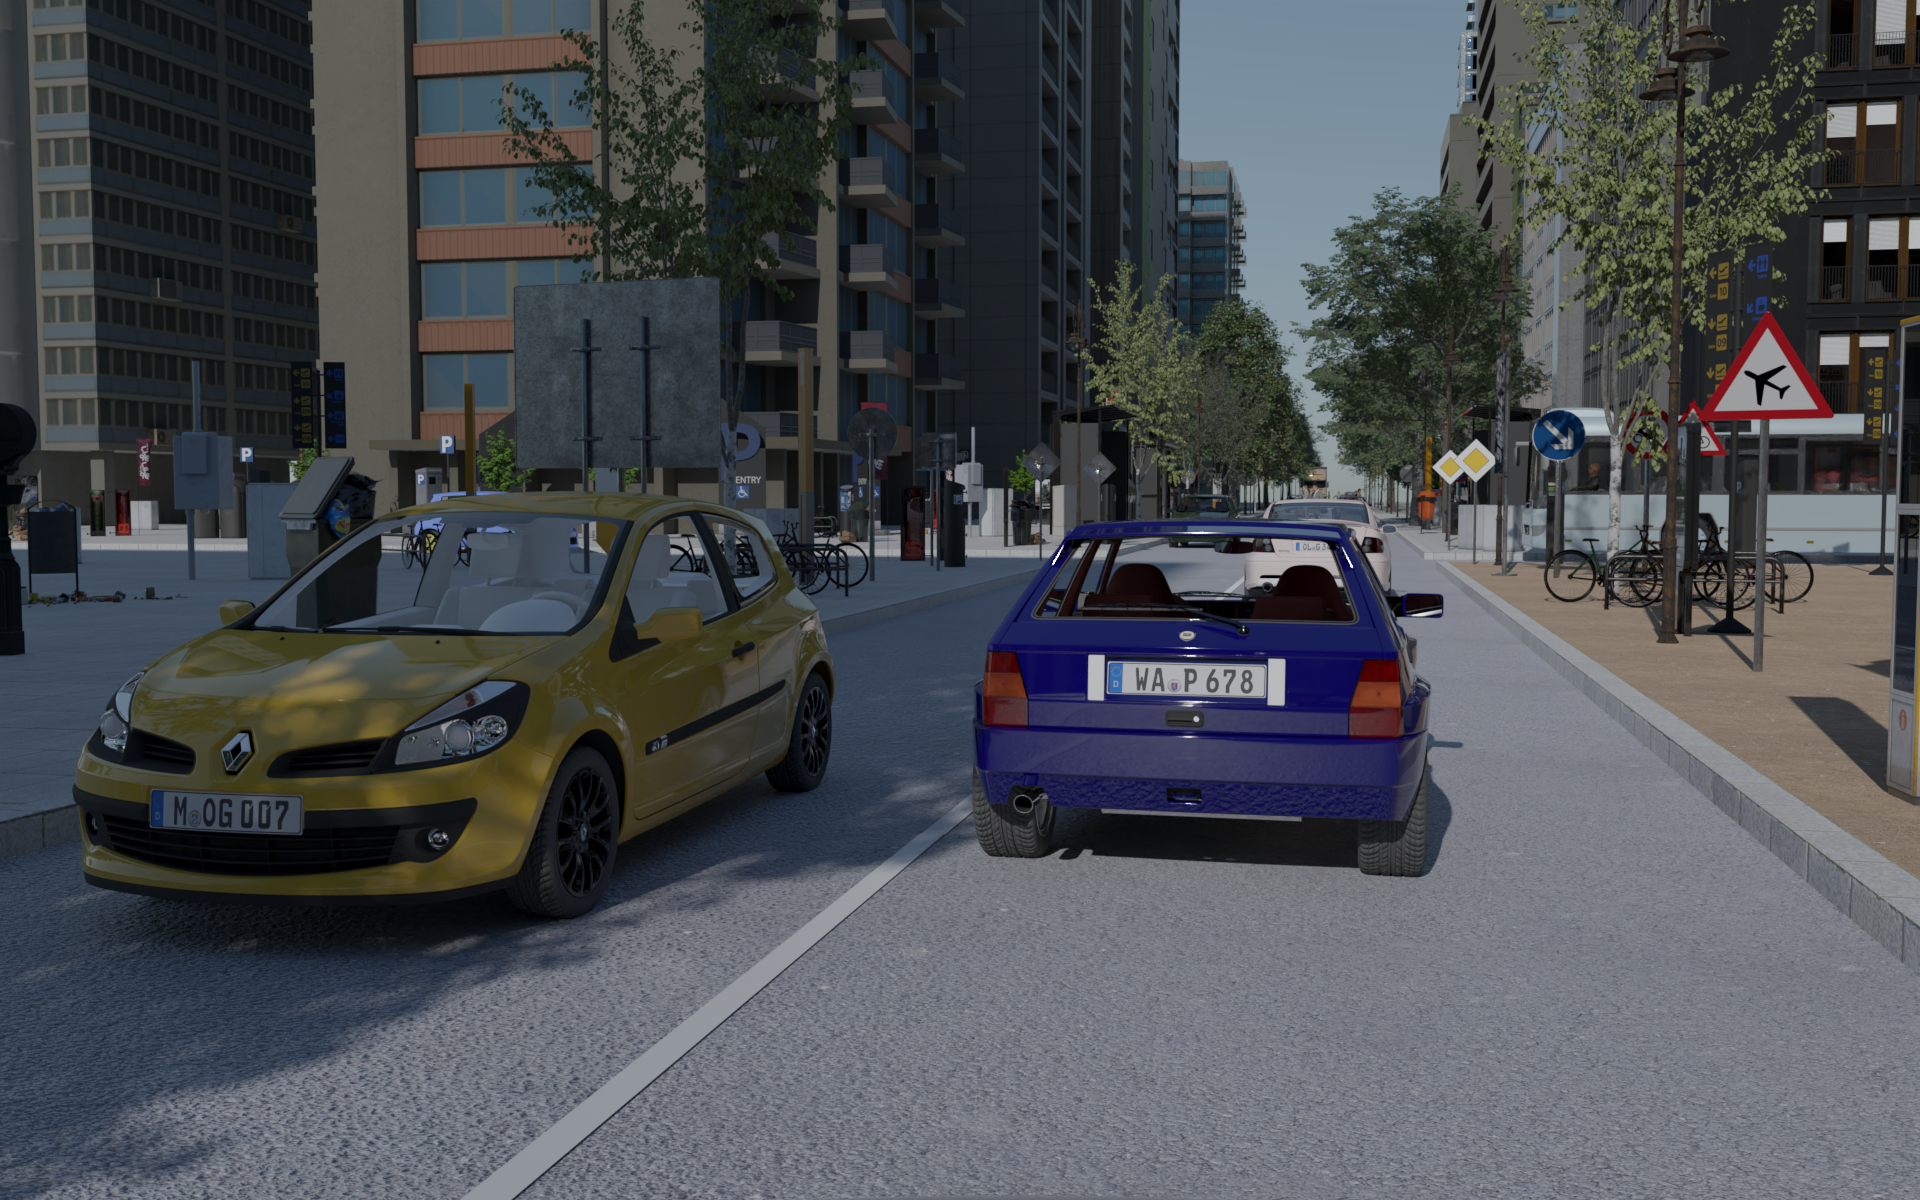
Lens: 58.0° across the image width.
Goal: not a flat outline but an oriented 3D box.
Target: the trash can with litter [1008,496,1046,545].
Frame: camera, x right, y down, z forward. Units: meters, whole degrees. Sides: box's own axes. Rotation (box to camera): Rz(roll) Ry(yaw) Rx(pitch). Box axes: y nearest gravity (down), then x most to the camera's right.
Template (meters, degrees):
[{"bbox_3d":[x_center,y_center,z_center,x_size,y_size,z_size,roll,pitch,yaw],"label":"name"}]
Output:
[{"bbox_3d":[1.667,-1.971,43.616,0.624,1.170,1.055,3,5,39],"label":"trash can with litter"}]

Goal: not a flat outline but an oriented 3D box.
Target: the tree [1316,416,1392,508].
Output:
[{"bbox_3d":[39.857,-15.325,160.937,12.009,13.543,11.850,0,3,0],"label":"tree"}]

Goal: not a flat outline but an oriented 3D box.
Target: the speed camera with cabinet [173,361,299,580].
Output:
[{"bbox_3d":[-10.677,-1.939,26.039,2.038,3.252,0.660,0,4,0],"label":"speed camera with cabinet"}]

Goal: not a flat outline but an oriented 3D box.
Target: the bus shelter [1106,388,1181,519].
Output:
[{"bbox_3d":[7.129,-5.513,67.776,2.179,5.291,8.768,1,4,13],"label":"bus shelter"}]

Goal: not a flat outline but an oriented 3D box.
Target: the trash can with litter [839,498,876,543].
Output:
[{"bbox_3d":[-2.741,-2.114,45.950,0.624,1.170,1.055,2,4,29],"label":"trash can with litter"}]

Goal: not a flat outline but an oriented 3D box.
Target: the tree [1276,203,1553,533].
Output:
[{"bbox_3d":[15.606,-7.464,56.445,7.601,10.594,8.767,-1,4,-12],"label":"tree"}]

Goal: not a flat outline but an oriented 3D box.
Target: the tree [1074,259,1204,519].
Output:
[{"bbox_3d":[5.613,-6.339,54.000,4.737,8.622,4.395,0,3,0],"label":"tree"}]

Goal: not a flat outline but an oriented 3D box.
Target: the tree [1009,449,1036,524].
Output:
[{"bbox_3d":[2.725,-4.878,74.353,1.663,3.219,1.824,0,3,0],"label":"tree"}]

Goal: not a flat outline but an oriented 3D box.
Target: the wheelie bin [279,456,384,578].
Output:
[{"bbox_3d":[-5.314,-0.415,14.701,0.980,1.594,0.693,3,5,42],"label":"wheelie bin"}]

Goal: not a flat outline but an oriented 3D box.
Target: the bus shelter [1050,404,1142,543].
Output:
[{"bbox_3d":[3.853,-3.498,48.476,1.731,3.624,6.357,1,4,13],"label":"bus shelter"}]

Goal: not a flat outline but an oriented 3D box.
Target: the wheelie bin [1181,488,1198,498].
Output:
[{"bbox_3d":[11.123,-4.637,83.723,0.980,1.594,0.693,1,4,12],"label":"wheelie bin"}]

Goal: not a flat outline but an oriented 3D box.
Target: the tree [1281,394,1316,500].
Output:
[{"bbox_3d":[38.181,-17.960,204.017,12.009,13.543,11.850,0,3,0],"label":"tree"}]

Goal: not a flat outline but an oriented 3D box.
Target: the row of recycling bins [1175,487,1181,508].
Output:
[{"bbox_3d":[8.924,-4.229,76.260,1.069,1.692,3.534,1,4,22],"label":"row of recycling bins"}]

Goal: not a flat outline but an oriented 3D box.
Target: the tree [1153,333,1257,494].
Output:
[{"bbox_3d":[10.548,-7.865,78.948,4.360,8.622,3.978,0,3,0],"label":"tree"}]

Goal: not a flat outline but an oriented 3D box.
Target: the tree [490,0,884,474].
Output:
[{"bbox_3d":[-2.873,-4.259,20.005,4.737,8.622,4.395,0,3,0],"label":"tree"}]

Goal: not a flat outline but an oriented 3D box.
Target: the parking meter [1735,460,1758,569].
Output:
[{"bbox_3d":[13.525,-1.476,29.837,0.255,1.863,0.399,0,4,-1],"label":"parking meter"}]

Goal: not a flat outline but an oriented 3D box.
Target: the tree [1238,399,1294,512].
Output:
[{"bbox_3d":[20.688,-10.394,120.298,4.737,8.622,4.395,0,3,0],"label":"tree"}]

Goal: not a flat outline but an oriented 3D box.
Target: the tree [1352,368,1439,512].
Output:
[{"bbox_3d":[31.664,-12.299,126.836,9.928,11.665,9.643,0,3,0],"label":"tree"}]

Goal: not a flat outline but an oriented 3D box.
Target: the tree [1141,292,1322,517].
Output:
[{"bbox_3d":[15.532,-11.112,98.687,9.611,12.733,9.660,0,3,0],"label":"tree"}]

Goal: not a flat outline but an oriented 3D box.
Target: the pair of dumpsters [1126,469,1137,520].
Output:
[{"bbox_3d":[5.219,-3.574,60.931,1.574,2.255,4.437,1,4,13],"label":"pair of dumpsters"}]

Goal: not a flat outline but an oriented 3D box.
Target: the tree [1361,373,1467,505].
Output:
[{"bbox_3d":[26.272,-9.191,100.633,4.360,8.622,3.978,0,3,0],"label":"tree"}]

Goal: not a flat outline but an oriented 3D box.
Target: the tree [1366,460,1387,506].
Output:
[{"bbox_3d":[44.536,-14.149,181.703,4.737,8.622,4.395,0,3,0],"label":"tree"}]

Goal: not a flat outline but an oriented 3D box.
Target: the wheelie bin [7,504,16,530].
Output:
[{"bbox_3d":[-33.341,-3.267,61.326,0.980,1.594,0.693,3,5,40],"label":"wheelie bin"}]

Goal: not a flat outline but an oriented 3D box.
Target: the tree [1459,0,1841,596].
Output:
[{"bbox_3d":[8.475,-4.354,21.546,4.737,8.622,4.395,0,3,0],"label":"tree"}]

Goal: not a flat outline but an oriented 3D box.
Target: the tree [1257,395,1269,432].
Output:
[{"bbox_3d":[12.903,-8.264,85.478,4.360,8.622,3.978,0,3,0],"label":"tree"}]

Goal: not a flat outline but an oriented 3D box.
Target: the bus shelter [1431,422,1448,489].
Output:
[{"bbox_3d":[25.383,-7.092,93.592,2.179,5.291,8.768,1,4,13],"label":"bus shelter"}]

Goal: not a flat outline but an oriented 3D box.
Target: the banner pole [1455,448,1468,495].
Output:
[{"bbox_3d":[24.198,-5.736,83.803,0.863,3.779,0.401,3,5,40],"label":"banner pole"}]

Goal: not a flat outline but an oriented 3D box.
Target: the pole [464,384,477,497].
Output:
[{"bbox_3d":[-9.057,-2.338,32.073,0.158,3.312,0.155,0,3,0],"label":"pole"}]

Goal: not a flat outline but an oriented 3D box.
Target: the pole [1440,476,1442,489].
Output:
[{"bbox_3d":[29.087,-6.776,104.637,0.158,3.312,0.155,0,3,0],"label":"pole"}]

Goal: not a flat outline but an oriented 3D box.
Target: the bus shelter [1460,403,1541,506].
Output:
[{"bbox_3d":[14.766,-3.440,47.520,1.731,3.624,6.357,1,4,13],"label":"bus shelter"}]

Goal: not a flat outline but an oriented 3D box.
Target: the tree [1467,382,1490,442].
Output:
[{"bbox_3d":[32.502,-9.623,107.698,4.360,8.622,3.978,0,3,0],"label":"tree"}]

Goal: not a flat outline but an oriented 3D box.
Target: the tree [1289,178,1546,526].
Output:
[{"bbox_3d":[18.385,-9.971,69.680,9.857,13.997,8.962,0,3,0],"label":"tree"}]

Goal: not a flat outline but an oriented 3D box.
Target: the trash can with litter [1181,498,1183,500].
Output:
[{"bbox_3d":[10.696,-4.521,85.306,0.624,1.170,1.055,3,5,39],"label":"trash can with litter"}]

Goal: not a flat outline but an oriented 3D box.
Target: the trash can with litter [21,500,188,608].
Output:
[{"bbox_3d":[-10.356,-0.586,20.641,2.233,1.210,1.678,-3,4,-38],"label":"trash can with litter"}]

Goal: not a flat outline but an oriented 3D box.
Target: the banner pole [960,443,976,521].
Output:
[{"bbox_3d":[0.377,-5.746,83.959,0.863,3.779,0.401,0,4,-2],"label":"banner pole"}]

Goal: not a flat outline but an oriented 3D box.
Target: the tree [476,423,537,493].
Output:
[{"bbox_3d":[-12.322,-3.211,47.102,1.663,3.219,1.824,0,3,0],"label":"tree"}]

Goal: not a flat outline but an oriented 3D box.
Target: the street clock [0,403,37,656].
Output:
[{"bbox_3d":[-7.609,-0.563,13.772,0.471,2.002,0.358,0,4,1],"label":"street clock"}]

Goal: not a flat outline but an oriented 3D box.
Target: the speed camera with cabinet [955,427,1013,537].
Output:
[{"bbox_3d":[0.727,-3.524,51.957,0.660,3.252,2.038,3,5,43],"label":"speed camera with cabinet"}]

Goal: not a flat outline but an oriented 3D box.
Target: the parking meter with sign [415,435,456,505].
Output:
[{"bbox_3d":[-15.526,-3.322,50.572,0.543,3.016,1.738,2,4,27],"label":"parking meter with sign"}]

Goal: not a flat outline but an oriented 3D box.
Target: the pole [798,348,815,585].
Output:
[{"bbox_3d":[-2.159,-1.863,24.311,0.158,3.312,0.155,0,3,0],"label":"pole"}]

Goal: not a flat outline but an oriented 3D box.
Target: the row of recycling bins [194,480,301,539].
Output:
[{"bbox_3d":[-20.544,-2.640,50.277,3.534,1.692,1.069,0,4,-4],"label":"row of recycling bins"}]

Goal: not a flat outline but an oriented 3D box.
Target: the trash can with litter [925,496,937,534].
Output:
[{"bbox_3d":[-0.768,-2.755,56.109,1.678,1.210,2.233,2,4,31],"label":"trash can with litter"}]

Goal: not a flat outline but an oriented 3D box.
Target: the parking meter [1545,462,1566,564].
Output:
[{"bbox_3d":[10.917,-1.593,31.752,0.255,1.863,0.399,2,4,31],"label":"parking meter"}]

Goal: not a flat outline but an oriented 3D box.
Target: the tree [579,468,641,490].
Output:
[{"bbox_3d":[-9.434,-3.228,47.386,1.663,3.219,1.824,0,3,0],"label":"tree"}]

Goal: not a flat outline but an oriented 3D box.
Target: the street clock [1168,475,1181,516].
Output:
[{"bbox_3d":[8.130,-3.741,65.737,0.471,2.002,0.358,0,4,8],"label":"street clock"}]

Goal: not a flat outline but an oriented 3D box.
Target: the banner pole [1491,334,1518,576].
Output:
[{"bbox_3d":[8.430,-2.257,26.926,0.401,3.779,0.863,2,4,34],"label":"banner pole"}]

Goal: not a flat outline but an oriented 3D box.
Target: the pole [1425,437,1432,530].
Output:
[{"bbox_3d":[16.759,-4.167,61.978,0.158,3.312,0.155,0,3,0],"label":"pole"}]

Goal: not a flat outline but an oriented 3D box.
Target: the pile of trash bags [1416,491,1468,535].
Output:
[{"bbox_3d":[15.879,-2.745,54.628,1.912,1.369,3.447,-3,5,-39],"label":"pile of trash bags"}]

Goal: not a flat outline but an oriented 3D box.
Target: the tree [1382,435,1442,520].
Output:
[{"bbox_3d":[22.850,-6.291,86.572,4.285,4.588,4.351,0,3,0],"label":"tree"}]

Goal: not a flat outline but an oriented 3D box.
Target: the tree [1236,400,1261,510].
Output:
[{"bbox_3d":[24.927,-12.787,143.474,8.767,10.594,7.601,1,4,16],"label":"tree"}]

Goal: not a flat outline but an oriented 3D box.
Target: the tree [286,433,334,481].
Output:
[{"bbox_3d":[-19.945,-3.589,53.281,1.663,3.219,1.824,0,3,0],"label":"tree"}]

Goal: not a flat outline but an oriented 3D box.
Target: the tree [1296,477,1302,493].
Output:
[{"bbox_3d":[49.359,-18.357,250.499,4.360,8.622,3.978,0,3,0],"label":"tree"}]

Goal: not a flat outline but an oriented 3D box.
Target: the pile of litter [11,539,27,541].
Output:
[{"bbox_3d":[-25.650,-2.078,47.932,1.176,0.858,1.719,2,4,27],"label":"pile of litter"}]

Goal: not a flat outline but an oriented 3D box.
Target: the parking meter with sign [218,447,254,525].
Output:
[{"bbox_3d":[-26.755,-4.132,63.823,0.543,3.016,1.738,1,4,13],"label":"parking meter with sign"}]
